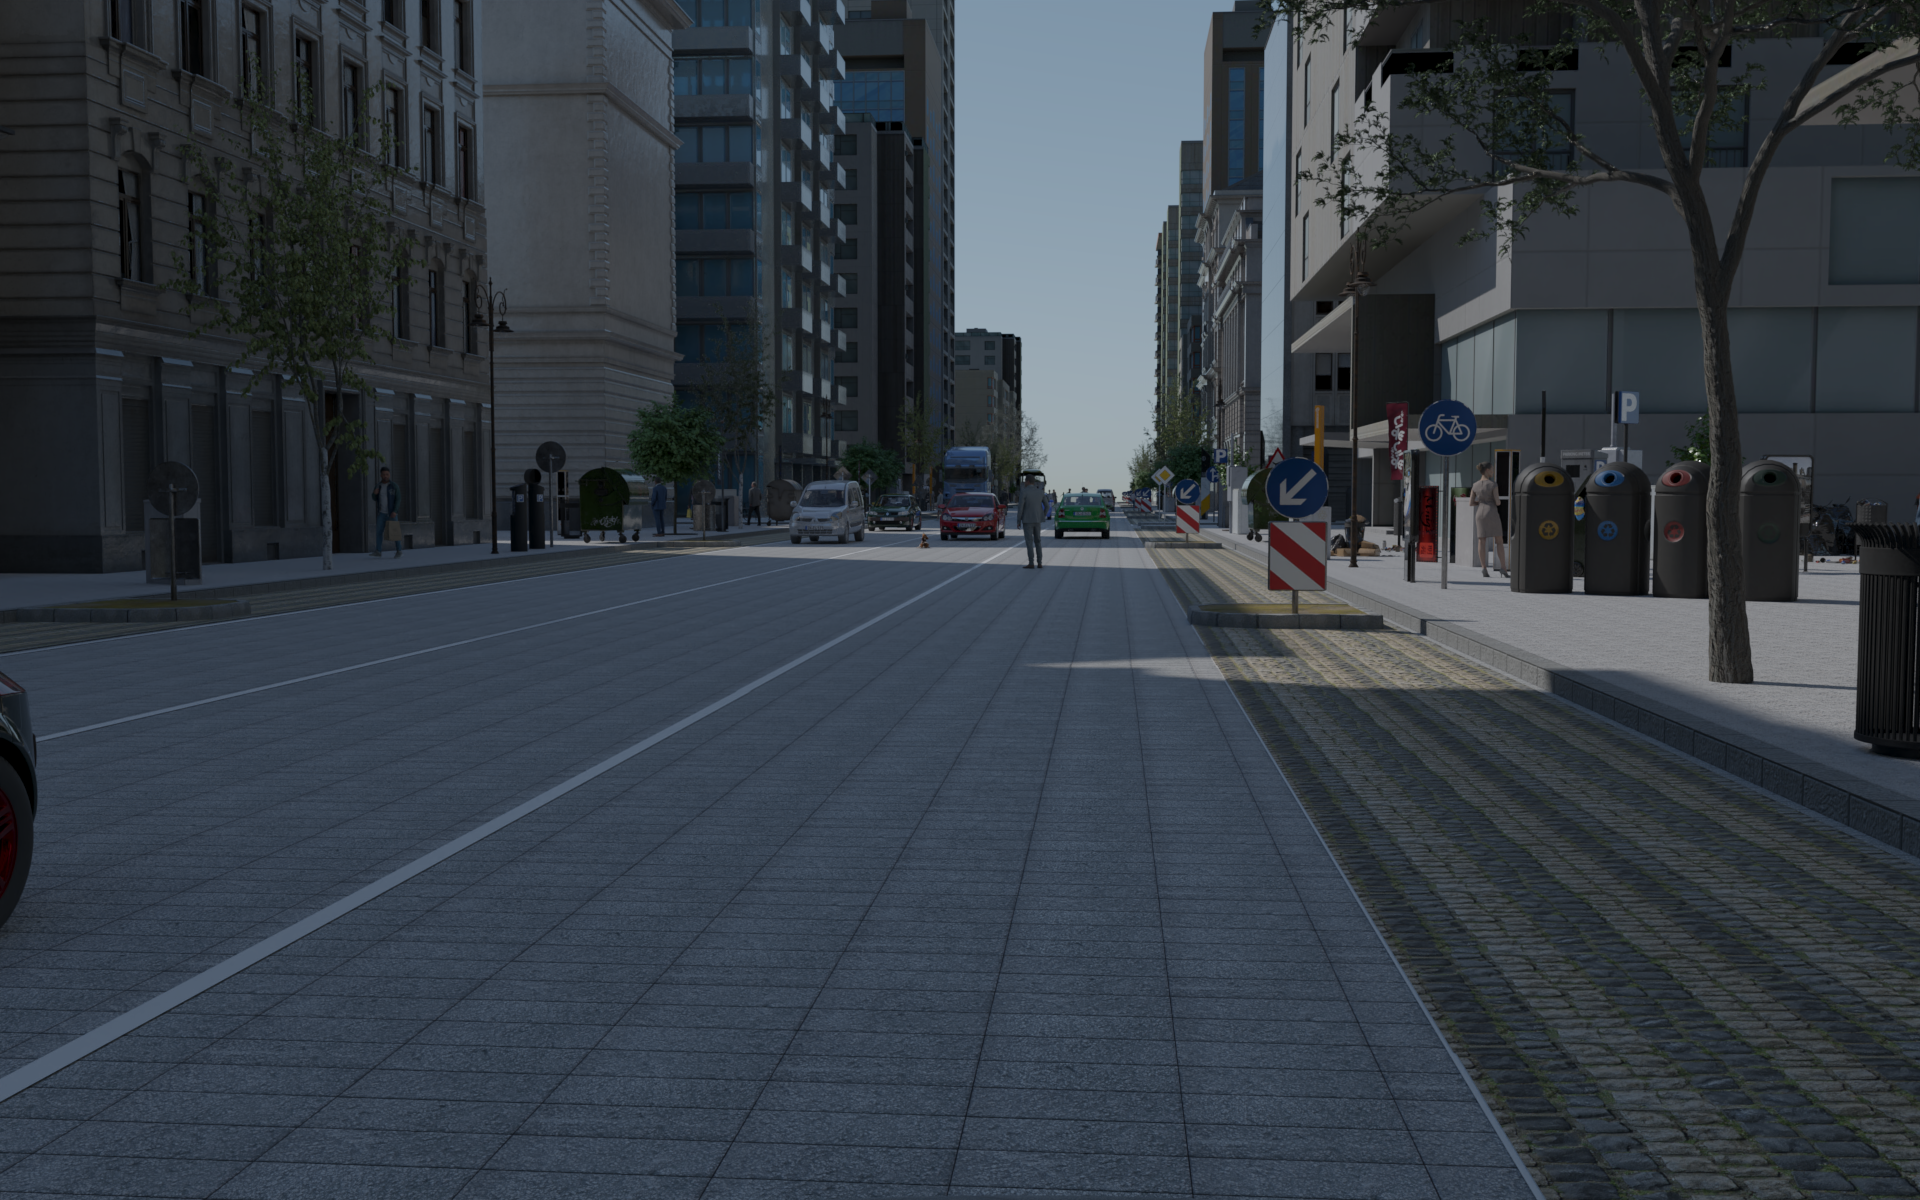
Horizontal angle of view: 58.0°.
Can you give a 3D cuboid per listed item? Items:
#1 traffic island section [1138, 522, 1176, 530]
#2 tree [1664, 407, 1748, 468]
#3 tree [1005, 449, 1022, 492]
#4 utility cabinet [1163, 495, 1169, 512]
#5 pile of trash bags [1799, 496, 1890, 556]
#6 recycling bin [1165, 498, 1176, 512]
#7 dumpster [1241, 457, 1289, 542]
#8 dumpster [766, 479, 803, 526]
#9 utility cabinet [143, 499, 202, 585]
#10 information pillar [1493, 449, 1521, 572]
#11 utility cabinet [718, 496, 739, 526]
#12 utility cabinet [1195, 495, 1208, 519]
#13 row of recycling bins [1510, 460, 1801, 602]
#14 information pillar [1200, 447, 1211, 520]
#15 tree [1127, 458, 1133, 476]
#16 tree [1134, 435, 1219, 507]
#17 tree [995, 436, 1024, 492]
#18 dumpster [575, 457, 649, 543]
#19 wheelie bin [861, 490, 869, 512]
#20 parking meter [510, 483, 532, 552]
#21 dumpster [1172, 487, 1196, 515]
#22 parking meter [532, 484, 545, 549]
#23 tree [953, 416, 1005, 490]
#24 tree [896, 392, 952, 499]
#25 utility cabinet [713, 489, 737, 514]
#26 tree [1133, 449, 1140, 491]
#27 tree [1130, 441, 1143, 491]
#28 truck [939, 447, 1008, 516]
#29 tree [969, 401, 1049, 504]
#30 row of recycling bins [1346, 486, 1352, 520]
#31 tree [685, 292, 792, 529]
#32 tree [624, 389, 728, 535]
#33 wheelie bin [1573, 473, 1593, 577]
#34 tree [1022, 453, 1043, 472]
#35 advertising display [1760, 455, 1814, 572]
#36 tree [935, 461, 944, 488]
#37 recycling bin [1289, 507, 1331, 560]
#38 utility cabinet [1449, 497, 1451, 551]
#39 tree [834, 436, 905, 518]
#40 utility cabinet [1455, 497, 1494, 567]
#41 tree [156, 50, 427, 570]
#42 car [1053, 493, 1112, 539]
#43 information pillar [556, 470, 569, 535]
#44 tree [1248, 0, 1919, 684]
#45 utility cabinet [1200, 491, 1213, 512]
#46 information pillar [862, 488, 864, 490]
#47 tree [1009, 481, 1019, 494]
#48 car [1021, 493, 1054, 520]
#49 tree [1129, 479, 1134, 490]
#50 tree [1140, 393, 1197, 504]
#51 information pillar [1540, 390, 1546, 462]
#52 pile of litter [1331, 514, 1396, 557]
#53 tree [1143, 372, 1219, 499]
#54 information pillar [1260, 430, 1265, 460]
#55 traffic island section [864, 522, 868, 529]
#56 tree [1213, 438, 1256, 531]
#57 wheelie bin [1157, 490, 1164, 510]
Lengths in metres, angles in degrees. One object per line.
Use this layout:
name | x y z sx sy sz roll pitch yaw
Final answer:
traffic island section | 8.394 -2.960 70.678 2.009 0.180 2.903 0 4 5
tree | 16.433 -2.648 37.900 1.663 3.219 1.824 0 3 0
tree | 4.188 -15.349 201.324 4.360 8.622 3.978 0 3 0
utility cabinet | 14.810 -6.951 124.815 0.306 1.237 1.020 0 4 0
pile of trash bags | 19.029 -1.640 36.561 3.447 1.369 1.912 0 4 3
recycling bin | 14.874 -6.708 122.237 0.722 1.027 0.722 -1 4 -18
dumpster | 8.416 -2.708 46.764 1.502 2.255 1.985 0 4 5
dumpster | -7.046 -3.893 69.406 1.264 1.857 1.865 0 4 5
utility cabinet | -11.213 -0.825 24.657 1.020 1.237 0.306 3 4 36
information pillar | 9.057 -1.480 28.696 0.304 2.012 0.304 -3 5 -43
utility cabinet | -9.241 -3.553 69.259 1.020 1.237 0.306 3 5 44
utility cabinet | 12.422 -4.762 89.027 0.306 1.237 1.020 -1 4 -15
row of recycling bins | 8.683 -0.899 21.819 3.534 1.692 1.069 3 4 39
information pillar | 12.275 -5.826 86.615 0.504 3.616 0.183 2 4 32
tree | 26.406 -18.331 250.074 4.360 8.622 3.978 0 3 0
tree | 12.879 -6.918 96.830 4.285 4.588 4.351 0 3 0
tree | 5.777 -16.119 213.913 4.737 8.622 4.395 0 3 0
dumpster | -9.212 -2.651 45.837 1.502 2.255 1.985 0 4 5
wheelie bin | -6.788 -6.900 120.726 0.980 1.594 0.693 0 4 3
parking meter | -9.840 -1.848 38.619 0.372 1.533 0.369 0 3 0
dumpster | 13.165 -6.018 100.893 1.502 2.255 1.985 0 4 5
parking meter | -9.895 -1.962 40.483 0.372 1.533 0.369 0 3 0
tree | 1.365 -13.048 163.690 4.360 8.622 3.978 0 3 0
tree | -2.799 -10.628 124.136 4.737 8.622 4.395 0 3 0
utility cabinet | -10.880 -4.354 79.861 1.173 1.500 0.318 -3 5 -41
tree | 24.522 -16.494 220.043 4.360 8.622 3.978 0 3 0
tree | 25.923 -17.588 237.919 4.737 8.622 4.395 0 3 0
truck | 1.078 -7.019 104.515 2.967 4.110 18.799 0 4 5
tree | 6.263 -19.371 227.079 12.009 13.543 11.850 0 3 0
row of recycling bins | 18.821 -4.376 78.658 3.534 1.692 1.069 -3 4 -36
tree | -8.141 -6.941 63.840 4.360 8.622 3.978 0 3 0
tree | -8.983 -4.331 54.529 4.285 4.588 4.351 0 3 0
wheelie bin | 9.837 -1.155 26.789 0.693 1.594 0.980 3 4 39
tree | 12.091 -21.074 294.929 4.360 8.622 3.978 0 3 0
advertising display | 13.549 -1.419 28.419 0.974 1.923 0.123 -1 4 -16
tree | -0.980 -10.120 149.175 4.285 4.588 4.351 0 3 0
recycling bin | 6.895 -1.321 34.146 0.722 1.027 0.722 0 4 2
utility cabinet | 11.543 -1.699 38.934 1.020 1.237 0.306 1 4 16
tree | -5.315 -6.828 95.348 4.285 4.588 4.351 0 3 0
utility cabinet | 9.129 -1.204 30.842 0.306 1.237 1.020 0 4 -1
tree | -10.804 -4.803 28.896 4.737 8.622 4.395 0 3 0
car | 4.014 -2.934 56.768 1.959 1.807 4.718 0 4 4
information pillar | -12.368 -3.025 53.953 0.304 2.012 0.304 0 4 5
tree | 5.358 -4.737 11.861 8.767 10.594 7.601 1 4 11
utility cabinet | 16.921 -6.778 119.497 1.173 1.500 0.318 0 4 2
information pillar | -7.098 -7.386 125.255 0.304 2.012 0.304 -2 4 -34
tree | 7.567 -15.511 248.197 1.663 3.219 1.824 0 3 0
car | 4.290 -5.352 97.090 1.945 1.707 3.694 0 4 4
tree | 16.700 -9.456 138.311 4.285 4.588 4.351 0 3 0
tree | 15.123 -10.630 124.160 4.360 8.622 3.978 0 3 0
information pillar | 13.117 -2.914 39.000 0.183 3.616 0.504 1 4 17
pile of litter | 8.179 -1.334 35.783 1.719 0.858 1.176 2 4 32
tree | 13.470 -9.404 104.125 4.737 8.622 4.395 0 3 0
information pillar | 11.144 -4.434 63.853 0.183 3.616 0.504 1 4 21
traffic island section | -4.199 -3.518 79.799 2.009 0.180 2.903 0 4 5
tree | 9.500 -3.997 59.947 1.663 3.219 1.824 0 3 0
wheelie bin | 16.418 -8.183 141.695 0.693 1.594 0.980 0 4 3
